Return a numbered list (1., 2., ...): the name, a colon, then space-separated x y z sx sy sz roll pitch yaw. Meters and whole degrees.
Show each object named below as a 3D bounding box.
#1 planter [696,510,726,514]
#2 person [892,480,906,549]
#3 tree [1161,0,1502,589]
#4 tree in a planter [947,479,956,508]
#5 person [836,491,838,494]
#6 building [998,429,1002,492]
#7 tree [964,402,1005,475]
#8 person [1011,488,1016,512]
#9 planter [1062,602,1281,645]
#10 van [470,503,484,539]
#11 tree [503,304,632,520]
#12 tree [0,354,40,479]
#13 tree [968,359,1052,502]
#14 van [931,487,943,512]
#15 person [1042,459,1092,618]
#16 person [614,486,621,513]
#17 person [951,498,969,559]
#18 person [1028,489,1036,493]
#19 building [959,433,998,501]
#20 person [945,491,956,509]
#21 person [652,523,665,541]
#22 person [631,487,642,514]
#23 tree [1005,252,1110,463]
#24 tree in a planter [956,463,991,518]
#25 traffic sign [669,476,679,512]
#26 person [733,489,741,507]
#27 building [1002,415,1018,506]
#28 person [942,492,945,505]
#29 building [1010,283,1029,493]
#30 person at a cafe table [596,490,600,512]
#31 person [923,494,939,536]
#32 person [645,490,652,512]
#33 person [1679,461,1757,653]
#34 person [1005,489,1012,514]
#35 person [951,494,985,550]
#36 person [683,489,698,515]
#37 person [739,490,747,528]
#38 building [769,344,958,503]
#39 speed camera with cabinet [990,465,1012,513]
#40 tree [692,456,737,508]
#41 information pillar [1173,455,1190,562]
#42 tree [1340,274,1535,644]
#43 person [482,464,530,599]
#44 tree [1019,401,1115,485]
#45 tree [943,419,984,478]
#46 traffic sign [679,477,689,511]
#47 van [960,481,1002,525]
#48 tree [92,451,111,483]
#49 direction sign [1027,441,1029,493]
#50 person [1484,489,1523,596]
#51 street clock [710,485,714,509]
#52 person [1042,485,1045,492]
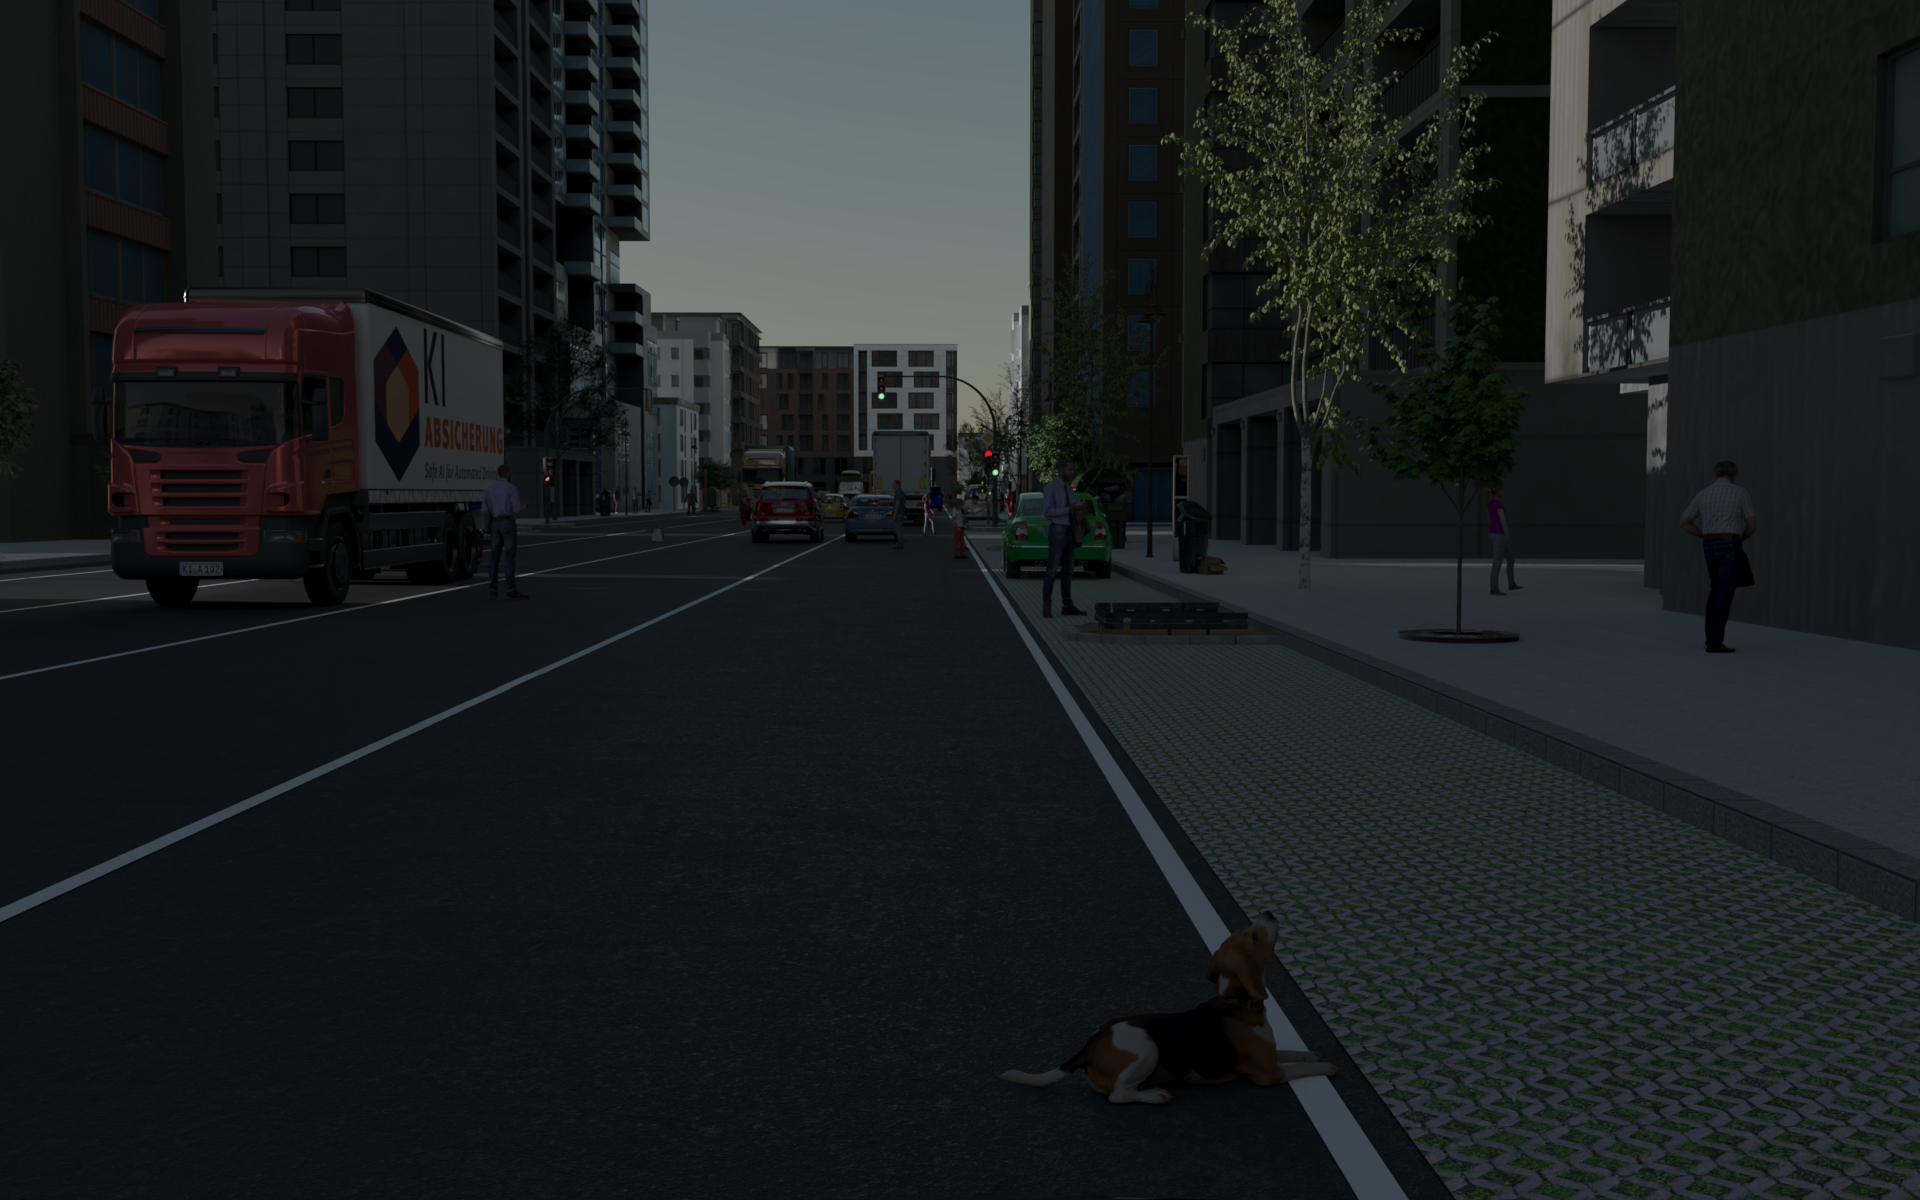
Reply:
1. planter: -18.109 -6.427 126.217 1.991 0.319 1.994 0 4 -1
2. person: -1.632 -2.238 45.218 0.434 1.807 0.598 1 4 22
3. tree: 4.891 -4.449 23.097 4.737 8.622 4.395 0 3 0
4. tree in a planter: -0.174 -11.030 177.559 1.991 3.239 1.994 0 4 -1
5. person: -15.229 -12.683 215.961 1.348 1.812 0.705 1 4 20
6. building: 9.996 -16.347 209.421 9.099 9.664 28.070 0 4 -1
7. tree: 2.527 -11.476 137.989 4.737 8.622 4.395 0 3 0
8. person: 3.845 -6.982 120.883 0.565 1.739 0.600 -1 4 -10
9. planter: 2.041 0.232 17.340 1.991 0.319 1.994 0 4 -1
10. van: -14.403 -2.619 47.199 2.240 2.365 5.245 0 4 -1
11. tree: -19.526 -9.184 84.576 7.601 10.594 8.767 0 4 -7
12. tree: -20.039 -3.102 34.433 4.285 4.588 4.351 0 3 0
13. tree: 2.894 -8.774 93.823 4.360 8.622 3.978 0 3 0
14. van: -2.471 -8.538 143.973 2.240 2.365 5.245 0 4 -3
15. person: 1.275 -0.715 20.053 0.599 1.838 0.709 3 4 39
16. person: -22.970 -6.733 116.251 0.434 1.807 0.598 3 4 37
17. person: 0.006 -1.590 38.403 0.340 1.345 0.435 1 4 9
18. person: 1.686 -1.865 41.209 0.614 1.554 0.590 -2 4 -27
19. building: 13.724 -18.280 241.017 28.070 9.664 9.099 0 4 -1
20. person: -0.923 -9.797 169.209 1.217 1.766 0.721 0 4 -8
21. person: -9.131 -2.042 52.357 0.381 0.543 0.357 0 4 -7
22. person: -21.246 -6.524 113.433 0.841 1.734 0.376 3 5 40
23. tree: 4.038 -6.249 52.532 4.737 8.622 4.395 0 3 0
24. tree in a planter: 0.899 -6.245 99.329 1.991 3.239 1.994 0 4 -1
25. traffic sign: -20.061 -7.425 121.511 0.768 2.556 0.104 0 4 6
26. person: -22.212 -10.195 173.277 0.990 1.755 0.434 1 4 17
27. building: 9.780 -14.529 179.703 9.099 9.664 28.070 0 4 -1
28. person: -2.092 -13.288 226.283 0.721 1.766 1.217 -1 4 -10
29. building: 12.666 -18.536 159.486 16.016 20.091 11.380 0 4 -1
30. person at a cafe table: -24.356 -6.489 114.611 1.622 1.524 1.698 0 4 -2
31. person: -0.949 -2.879 58.814 0.776 1.435 0.726 1 4 9
32. person: -22.017 -6.982 122.406 0.590 1.554 0.614 -2 4 -28
33. person: 6.203 -0.363 14.192 0.590 1.554 0.614 -3 5 -40
34. person: 3.037 -6.161 108.473 0.593 1.614 0.444 -2 4 -32
35. person: 0.170 -2.010 44.547 0.628 1.438 0.799 3 5 39
36. person: -18.147 -6.582 116.660 0.990 1.755 0.434 -1 4 -11
37. person: -9.243 -3.881 73.651 0.444 1.614 0.593 1 4 11
38. building: -16.820 -24.806 249.558 32.646 21.610 27.936 0 4 -1
39. speed camera with cabinet: 2.775 -7.358 114.640 0.660 3.252 2.038 2 4 27
40. tree: -21.397 -10.079 148.513 4.285 4.588 4.351 0 3 0
41. information pillar: 4.213 -1.742 32.972 0.304 2.012 0.304 1 4 10
42. tree: 4.491 -1.271 15.383 1.663 3.219 1.824 0 3 0
43. person: -6.164 -0.938 23.707 0.709 1.838 0.599 1 4 22
44. tree: 3.647 -4.666 59.995 4.285 4.588 4.351 0 3 0
45. tree: 1.332 -17.082 213.700 7.601 10.594 8.767 1 4 11
46. traffic sign: -20.777 -7.964 130.312 0.768 2.556 0.104 0 4 6
47. van: 0.942 -4.460 79.929 2.013 2.044 4.112 0 4 0
48. tree: -19.719 -2.885 41.771 1.663 3.219 1.824 0 3 0
49. direction sign: 2.906 -5.038 74.371 0.379 3.537 0.876 0 4 -1
50. person: 6.976 -0.780 22.024 0.776 1.435 0.726 0 4 -6
51. street clock: -20.864 -8.639 145.813 0.358 2.002 0.471 -2 4 -24
52. person: 4.108 -4.909 86.843 0.750 1.759 0.617 -2 4 -23
